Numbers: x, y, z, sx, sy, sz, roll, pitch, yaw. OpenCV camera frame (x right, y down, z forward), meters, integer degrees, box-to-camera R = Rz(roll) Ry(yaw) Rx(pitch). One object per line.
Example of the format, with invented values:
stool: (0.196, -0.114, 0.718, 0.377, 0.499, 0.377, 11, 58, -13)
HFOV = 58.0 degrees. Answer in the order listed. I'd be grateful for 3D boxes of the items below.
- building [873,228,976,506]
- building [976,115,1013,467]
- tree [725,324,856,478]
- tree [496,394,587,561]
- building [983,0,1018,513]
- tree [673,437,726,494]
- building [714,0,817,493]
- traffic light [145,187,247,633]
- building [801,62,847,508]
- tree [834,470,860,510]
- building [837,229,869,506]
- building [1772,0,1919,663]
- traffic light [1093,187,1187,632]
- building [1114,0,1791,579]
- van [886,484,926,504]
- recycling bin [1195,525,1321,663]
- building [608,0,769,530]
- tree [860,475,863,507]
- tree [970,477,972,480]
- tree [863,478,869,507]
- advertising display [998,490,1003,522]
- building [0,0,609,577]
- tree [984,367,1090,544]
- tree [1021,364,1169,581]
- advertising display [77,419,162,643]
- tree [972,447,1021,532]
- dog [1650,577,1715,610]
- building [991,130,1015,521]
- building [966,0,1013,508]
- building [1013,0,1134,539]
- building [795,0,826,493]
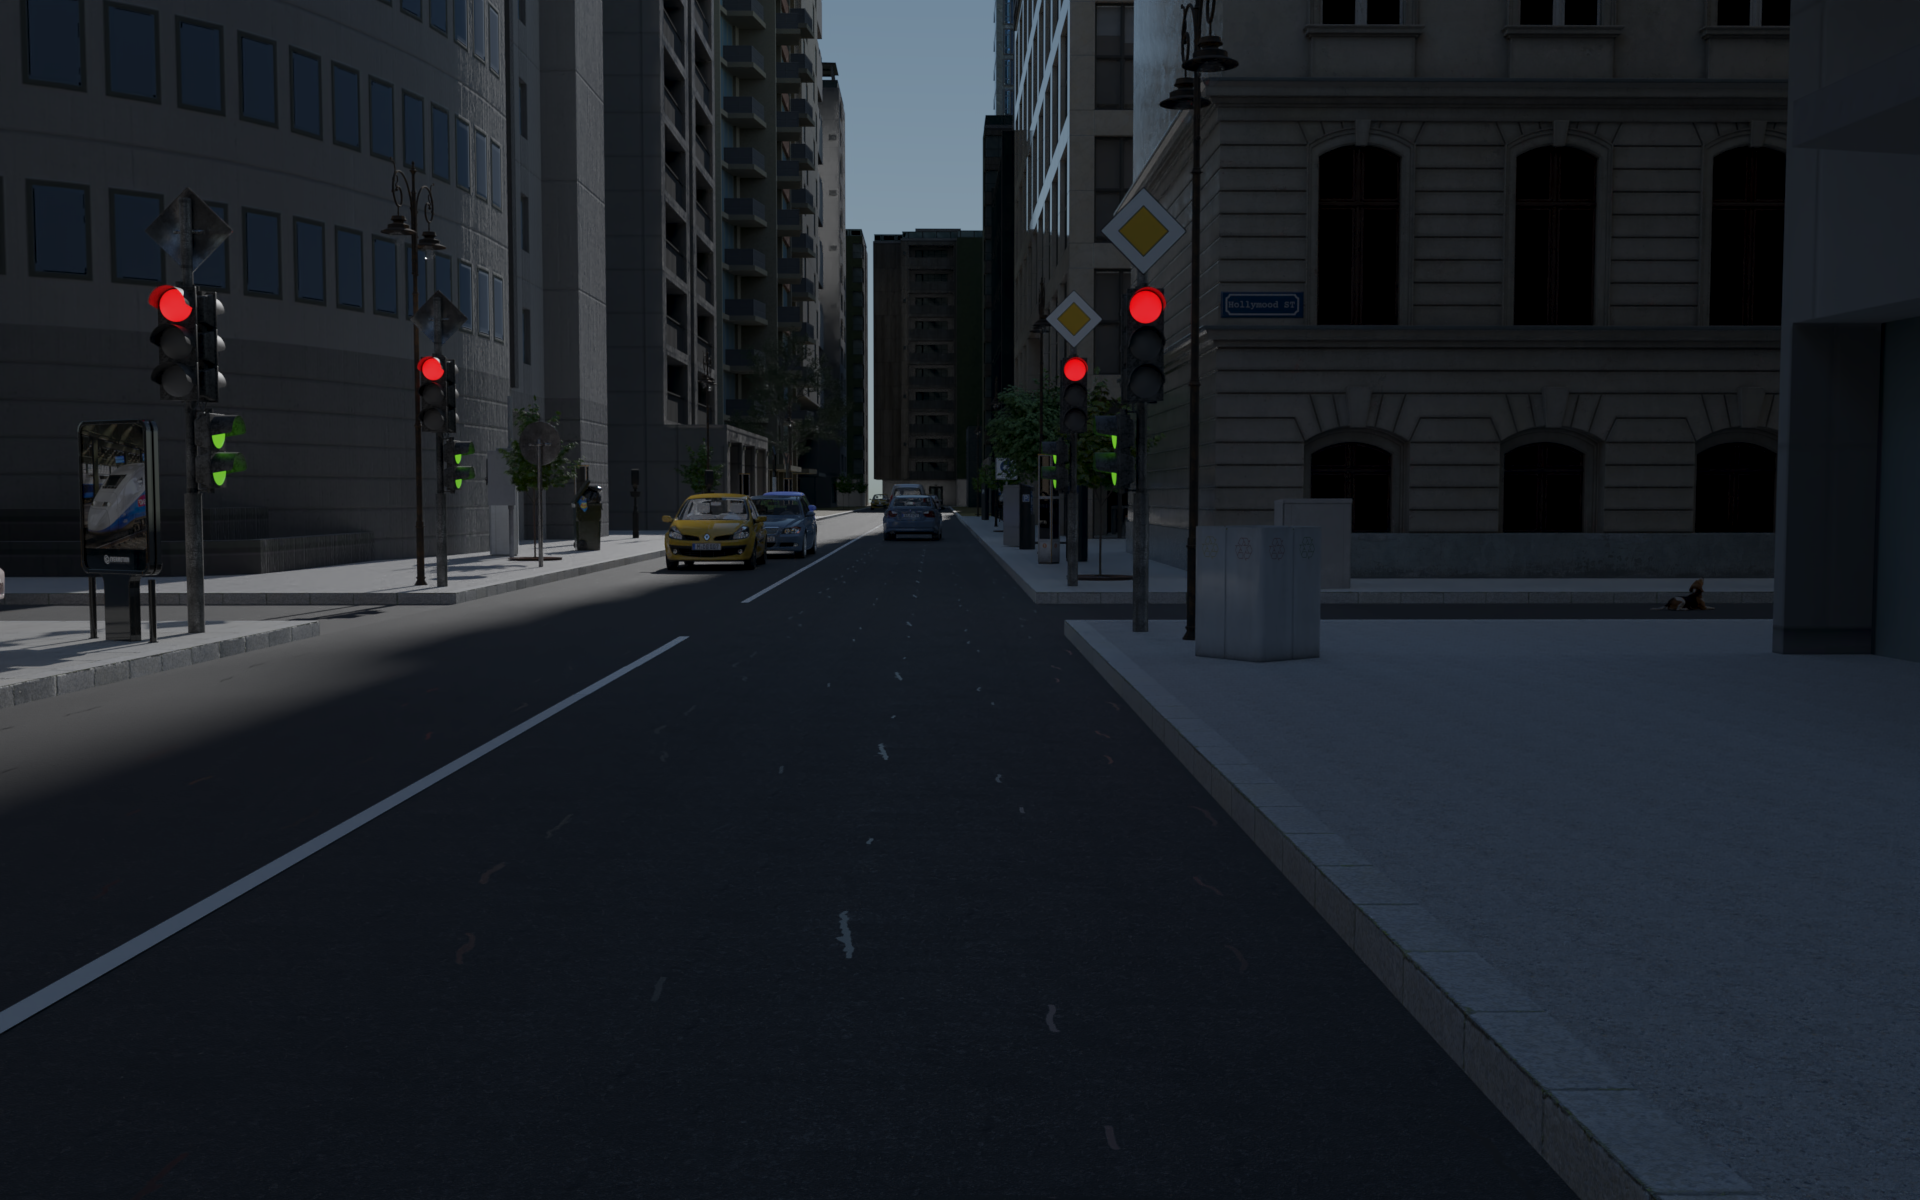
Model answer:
building: (-2.555, -25.658, 191.211, 14.107, 30.474, 14.160, 0, 4, -1)
building: (8.717, -22.243, 135.377, 14.160, 30.474, 14.107, 0, 4, -1)
tree: (-9.169, -9.773, 94.198, 8.767, 10.594, 7.601, 2, 4, 32)
tree: (-8.222, -2.372, 33.386, 1.663, 3.219, 1.824, 0, 3, 0)
building: (12.025, -41.505, 116.852, 20.563, 71.187, 20.611, 0, 4, -1)
tree: (-8.651, -3.916, 58.625, 1.663, 3.219, 1.824, 0, 3, 0)
building: (-21.022, -28.035, 112.998, 22.147, 44.769, 28.867, 0, 4, -1)
traffic light: (-7.046, -1.650, 15.905, 0.839, 4.253, 0.868, 0, 4, -1)
building: (-18.089, -29.553, 166.781, 14.086, 41.232, 14.154, 0, 4, -1)
tree: (-9.514, -8.886, 139.890, 1.663, 3.219, 1.824, 0, 3, 0)
building: (-17.214, -25.598, 190.221, 14.107, 30.474, 14.160, 0, 4, -1)
building: (17.821, -25.144, 0.350, 28.713, 52.752, 27.495, 0, 4, -1)
traffic light: (1.664, -1.659, 16.043, 0.839, 4.253, 0.868, 0, 4, -1)
building: (20.676, -12.953, 30.868, 34.723, 24.649, 14.460, 0, 4, -1)
van: (-2.155, -4.061, 73.410, 2.013, 2.044, 4.112, 0, 3, 0)
recycling bin: (2.343, -0.066, 13.628, 0.722, 1.027, 0.722, -3, 4, -38)
building: (-18.535, -38.582, 69.068, 20.563, 71.187, 20.611, 0, 4, -1)
tree: (-9.933, -9.923, 156.836, 1.663, 3.219, 1.824, 0, 3, 0)
tree: (1.360, -6.859, 106.754, 1.663, 3.219, 1.824, 0, 3, 0)
tree: (-9.844, -10.972, 173.992, 1.663, 3.219, 1.824, 0, 3, 0)
advertising display: (2.112, -4.501, 78.802, 0.123, 1.923, 0.974, -3, 5, -44)
building: (-20.984, -30.264, 36.817, 21.231, 58.520, 28.212, 0, 4, -1)
tree: (2.237, -3.751, 45.038, 4.285, 4.588, 4.351, 0, 3, 0)
tree: (2.060, -1.928, 26.126, 1.663, 3.219, 1.824, 0, 3, 0)
advertising display: (-7.328, -0.605, 15.113, 0.974, 1.923, 0.123, 2, 4, 31)
tree: (1.656, -3.915, 58.619, 1.663, 3.219, 1.824, 0, 3, 0)
dog: (8.942, -0.076, 21.440, 0.748, 0.427, 0.550, 2, 4, 25)
building: (8.034, -15.964, 90.694, 12.332, 23.373, 15.834, 0, 4, -1)
building: (12.019, -51.633, 156.863, 22.319, 86.520, 31.000, 0, 4, -1)
building: (12.436, -15.975, 65.714, 19.350, 26.468, 34.151, 0, 4, -1)
building: (-25.264, -33.747, 141.003, 28.713, 52.752, 27.495, 0, 4, -1)
